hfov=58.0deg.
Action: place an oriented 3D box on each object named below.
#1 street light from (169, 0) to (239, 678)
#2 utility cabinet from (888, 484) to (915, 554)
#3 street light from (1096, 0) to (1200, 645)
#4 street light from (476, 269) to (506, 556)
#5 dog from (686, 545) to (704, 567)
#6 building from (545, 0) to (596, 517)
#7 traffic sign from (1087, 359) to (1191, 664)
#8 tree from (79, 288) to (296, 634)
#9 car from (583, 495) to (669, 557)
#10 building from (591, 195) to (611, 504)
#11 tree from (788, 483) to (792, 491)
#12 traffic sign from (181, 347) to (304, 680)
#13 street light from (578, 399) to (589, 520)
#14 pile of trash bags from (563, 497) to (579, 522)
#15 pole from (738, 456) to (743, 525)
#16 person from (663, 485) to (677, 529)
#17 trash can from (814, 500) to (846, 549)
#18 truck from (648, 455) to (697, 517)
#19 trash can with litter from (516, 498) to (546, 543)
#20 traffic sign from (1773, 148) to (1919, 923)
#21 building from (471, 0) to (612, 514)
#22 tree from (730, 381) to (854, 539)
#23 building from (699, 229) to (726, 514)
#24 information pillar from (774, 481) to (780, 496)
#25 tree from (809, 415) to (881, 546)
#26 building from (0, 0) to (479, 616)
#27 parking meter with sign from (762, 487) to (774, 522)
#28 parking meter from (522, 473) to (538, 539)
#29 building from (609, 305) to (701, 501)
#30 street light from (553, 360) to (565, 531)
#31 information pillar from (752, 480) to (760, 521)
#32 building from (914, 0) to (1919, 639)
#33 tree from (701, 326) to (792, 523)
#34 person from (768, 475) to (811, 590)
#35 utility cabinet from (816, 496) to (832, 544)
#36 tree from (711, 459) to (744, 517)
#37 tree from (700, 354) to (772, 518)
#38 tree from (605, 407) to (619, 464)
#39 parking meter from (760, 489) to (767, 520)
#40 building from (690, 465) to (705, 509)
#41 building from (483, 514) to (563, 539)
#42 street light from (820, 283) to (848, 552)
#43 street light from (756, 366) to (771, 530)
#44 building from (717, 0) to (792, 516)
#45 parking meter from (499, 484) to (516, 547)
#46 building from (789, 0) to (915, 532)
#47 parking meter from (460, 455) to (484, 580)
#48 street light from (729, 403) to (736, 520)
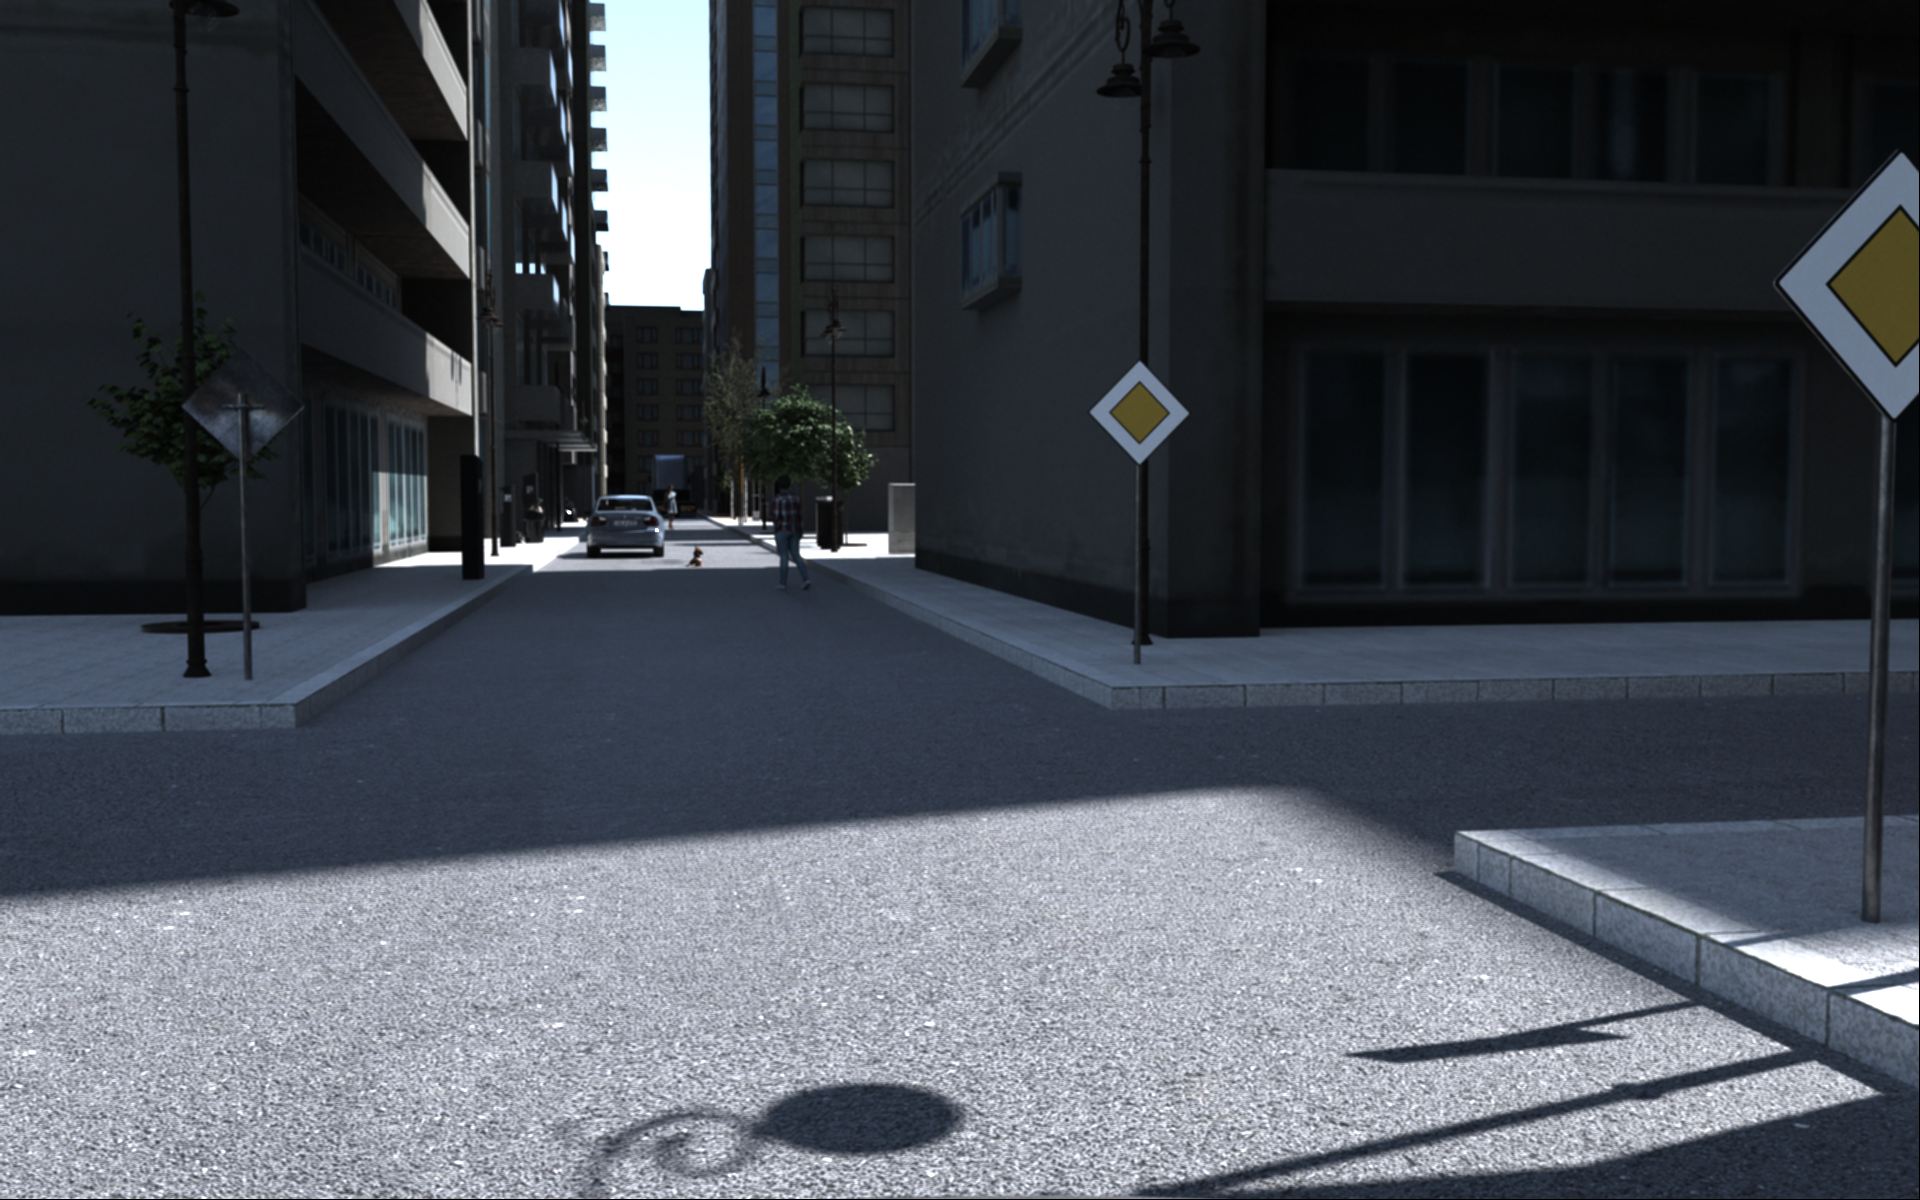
[{"bbox_3d":[-5.368,-2.399,12.007,0.468,5.910,1.993,-1,4,-10],"label":"street light"},{"bbox_3d":[-0.931,-1.723,36.852,1.173,1.500,0.318,-2,4,-27],"label":"utility cabinet"},{"bbox_3d":[1.555,-2.557,14.603,0.468,5.910,1.993,-1,4,-10],"label":"street light"},{"bbox_3d":[-9.640,-3.849,35.716,0.468,5.910,1.993,-1,4,-10],"label":"street light"},{"bbox_3d":[-5.312,-0.870,34.413,0.550,0.427,0.748,3,4,36],"label":"dog"},{"bbox_3d":[-26.932,-19.583,91.885,14.160,30.474,14.107,-1,4,-10],"label":"building"},{"bbox_3d":[1.334,-0.572,12.998,0.795,2.450,0.064,-1,4,-10],"label":"traffic sign"},{"bbox_3d":[-7.058,-1.328,16.319,1.663,3.219,1.824,0,3,0],"label":"tree"},{"bbox_3d":[-7.833,-1.750,40.618,2.014,1.417,4.499,-1,4,-10],"label":"car"},{"bbox_3d":[-37.383,-16.334,112.106,27.650,21.520,28.899,-1,4,-10],"label":"building"},{"bbox_3d":[-8.346,-5.376,82.505,1.663,3.219,1.824,0,3,0],"label":"tree"},{"bbox_3d":[-4.916,-0.506,11.912,0.795,2.450,0.064,-1,4,-10],"label":"traffic sign"},{"bbox_3d":[-18.246,-6.805,84.047,0.468,5.910,1.993,-1,4,-10],"label":"street light"},{"bbox_3d":[-18.551,-4.248,79.213,1.912,1.369,3.447,-1,4,-19],"label":"pile of trash bags"},{"bbox_3d":[-9.053,-4.745,71.429,0.158,3.312,0.155,0,3,0],"label":"pole"},{"bbox_3d":[-11.791,-3.777,70.344,0.616,1.811,0.778,-2,4,-24],"label":"person"},{"bbox_3d":[-3.017,-1.753,40.315,0.748,1.137,0.748,0,3,0],"label":"trash can"},{"bbox_3d":[-18.891,-7.581,113.701,2.967,4.110,18.799,-1,4,-11],"label":"truck"},{"bbox_3d":[-11.403,-2.079,45.382,1.055,1.170,0.624,0,4,0],"label":"trash can with litter"},{"bbox_3d":[2.731,-0.091,5.135,0.795,2.450,0.064,-1,4,-10],"label":"traffic sign"},{"bbox_3d":[-45.215,-32.195,145.994,30.456,49.044,23.786,-1,4,-10],"label":"building"},{"bbox_3d":[-4.695,-4.063,50.151,4.285,4.588,4.351,0,3,0],"label":"tree"},{"bbox_3d":[-4.851,-17.405,129.611,27.650,21.520,28.899,-1,4,-10],"label":"building"},{"bbox_3d":[-6.636,-3.607,63.460,0.304,2.012,0.304,1,4,14],"label":"information pillar"},{"bbox_3d":[-2.944,-2.948,42.798,1.663,3.219,1.824,0,3,0],"label":"tree"},{"bbox_3d":[-19.551,-24.587,25.702,21.300,48.544,21.600,-1,4,-10],"label":"building"},{"bbox_3d":[-8.324,-5.135,80.226,1.738,3.016,0.543,0,4,-4],"label":"parking meter with sign"},{"bbox_3d":[-11.685,-2.532,47.104,0.399,1.863,0.255,0,4,-5],"label":"parking meter"},{"bbox_3d":[-40.427,-20.544,180.927,28.899,21.520,27.650,-1,4,-10],"label":"building"},{"bbox_3d":[-13.869,-5.316,59.698,0.468,5.910,1.993,-1,4,-10],"label":"street light"},{"bbox_3d":[-9.888,-4.861,83.971,0.304,2.012,0.304,-1,4,-22],"label":"information pillar"},{"bbox_3d":[10.319,-24.617,26.190,21.600,48.544,21.300,-1,4,-10],"label":"building"},{"bbox_3d":[-9.297,-7.735,76.832,4.360,8.622,3.978,0,3,0],"label":"tree"},{"bbox_3d":[-2.576,-1.017,25.964,0.563,1.720,0.643,-3,5,-42],"label":"person"},{"bbox_3d":[-3.541,-2.092,45.363,0.306,1.237,1.020,0,4,6],"label":"utility cabinet"},{"bbox_3d":[-13.074,-6.218,96.267,1.663,3.219,1.824,0,3,0],"label":"tree"},{"bbox_3d":[-11.971,-8.666,92.058,4.737,8.622,4.395,0,3,0],"label":"tree"},{"bbox_3d":[-28.262,-11.209,133.630,4.360,8.622,3.978,0,3,0],"label":"tree"},{"bbox_3d":[-9.826,-4.777,86.511,0.372,1.533,0.369,0,3,0],"label":"parking meter"},{"bbox_3d":[-13.356,-43.635,151.683,20.563,71.187,20.611,-1,4,-10],"label":"building"},{"bbox_3d":[-25.074,-26.887,59.203,23.786,49.044,30.456,-1,4,-10],"label":"building"},{"bbox_3d":[-2.776,-3.995,38.100,0.468,5.910,1.993,-1,4,-10],"label":"street light"},{"bbox_3d":[-7.076,-5.485,62.473,0.468,5.910,1.993,-1,4,-10],"label":"street light"},{"bbox_3d":[-7.658,-27.916,106.543,14.600,45.320,14.200,-1,4,-10],"label":"building"},{"bbox_3d":[-10.981,-2.057,42.041,0.372,1.533,0.369,0,3,0],"label":"parking meter"},{"bbox_3d":[0.417,-23.368,65.662,14.154,41.232,14.086,-1,4,-10],"label":"building"},{"bbox_3d":[-7.350,-1.248,26.108,0.255,1.863,0.399,0,4,-2],"label":"parking meter"},{"bbox_3d":[-11.300,-6.965,86.671,0.468,5.910,1.993,-1,4,-10],"label":"street light"}]
